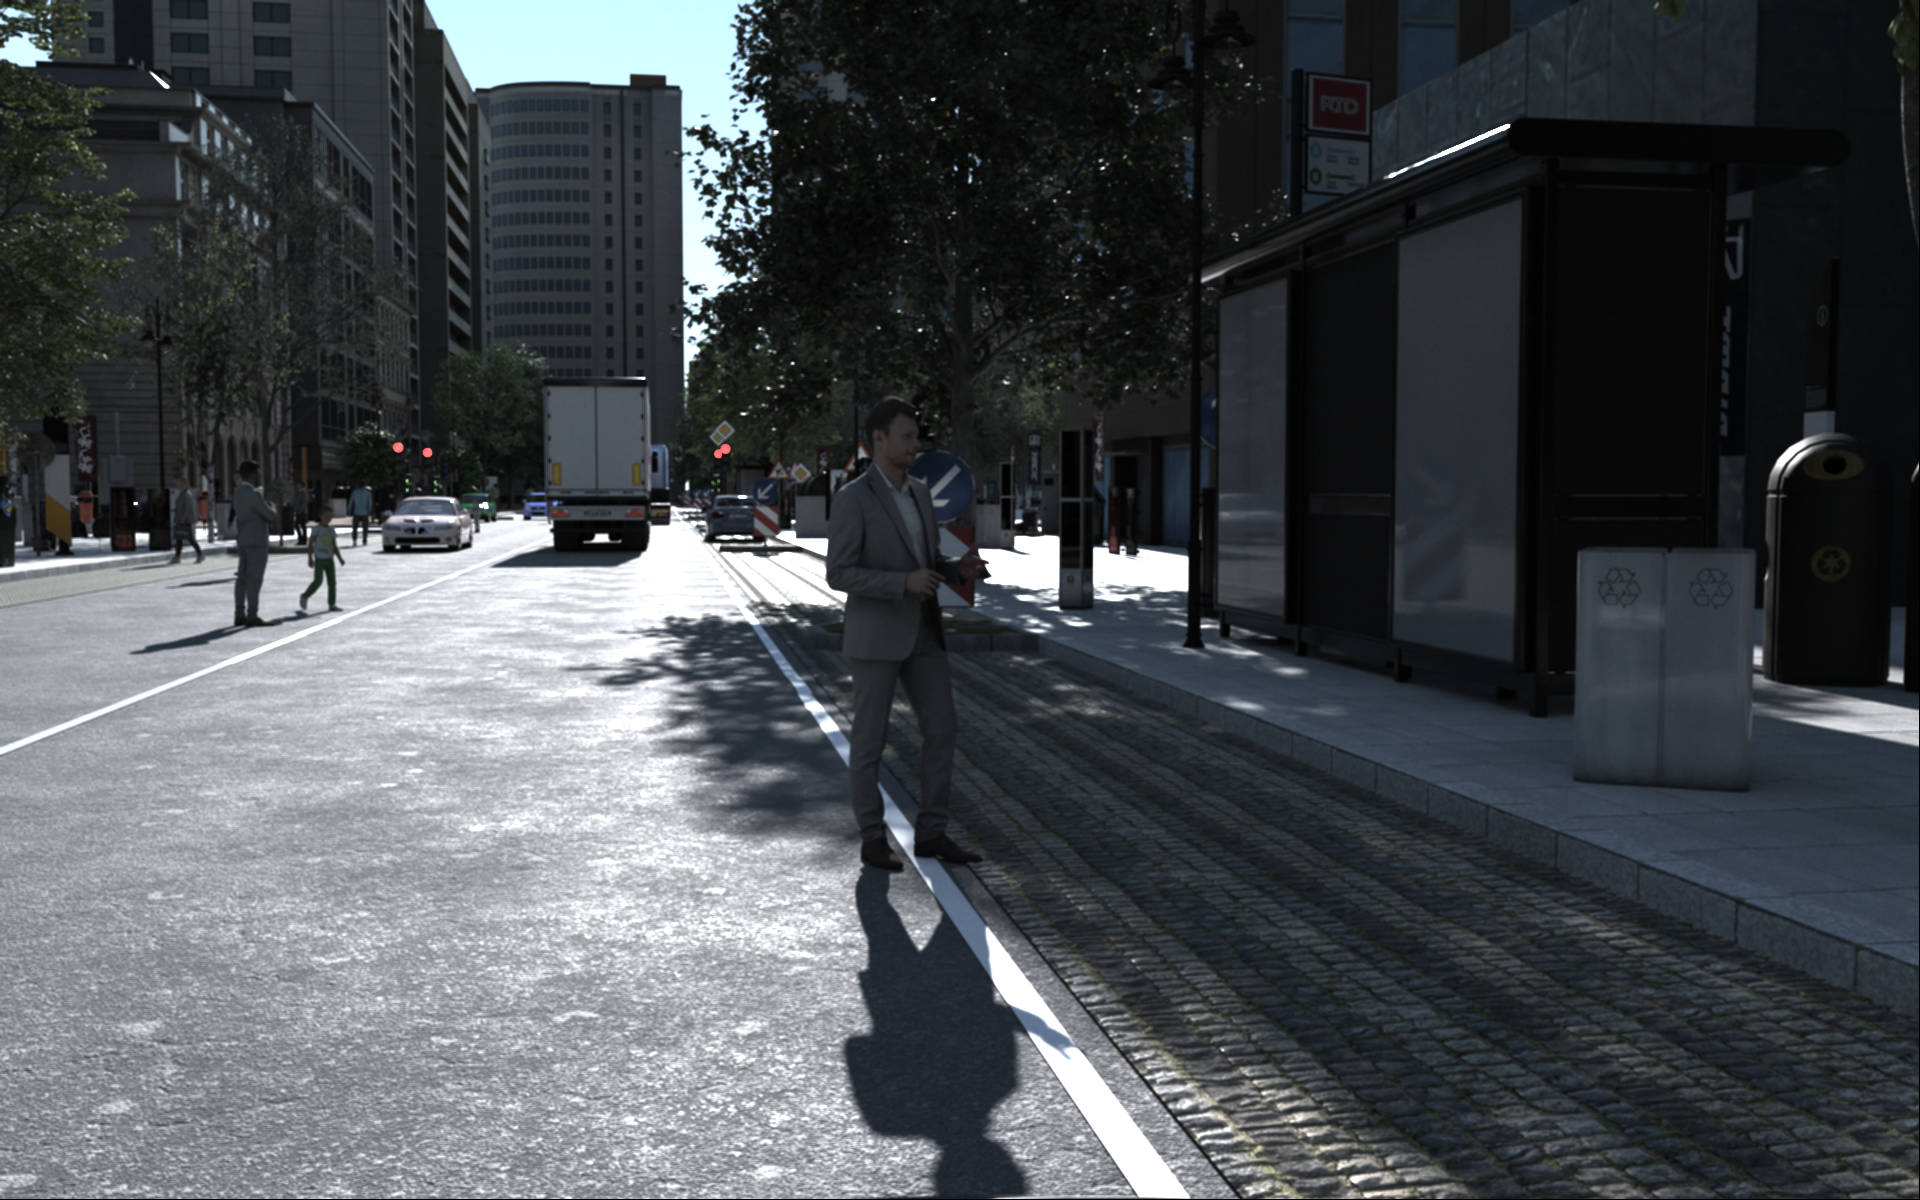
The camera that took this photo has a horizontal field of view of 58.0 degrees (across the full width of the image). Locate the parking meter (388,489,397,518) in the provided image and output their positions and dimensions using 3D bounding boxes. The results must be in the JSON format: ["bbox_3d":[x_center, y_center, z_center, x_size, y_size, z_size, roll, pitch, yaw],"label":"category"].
[{"bbox_3d":[-25.664,-4.274,78.287,0.372,1.533,0.369,0,3,0],"label":"parking meter"}]

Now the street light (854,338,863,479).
[{"bbox_3d":[-2.380,-4.094,39.719,0.468,5.910,1.993,-1,4,-10],"label":"street light"}]

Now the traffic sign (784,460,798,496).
[{"bbox_3d":[-6.353,-4.092,66.909,0.884,2.594,0.081,0,4,-1],"label":"traffic sign"}]

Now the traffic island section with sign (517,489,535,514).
[{"bbox_3d":[-30.342,-6.962,122.453,1.989,1.847,2.006,-1,4,-10],"label":"traffic island section with sign"}]

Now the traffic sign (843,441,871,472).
[{"bbox_3d":[-2.419,-2.585,42.270,0.884,2.594,0.081,0,4,-4],"label":"traffic sign"}]

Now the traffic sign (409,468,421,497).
[{"bbox_3d":[-27.005,-5.230,85.615,0.768,2.556,0.104,0,4,-4],"label":"traffic sign"}]

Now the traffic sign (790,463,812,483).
[{"bbox_3d":[-5.866,-3.832,63.842,0.795,2.450,0.064,0,4,-6],"label":"traffic sign"}]

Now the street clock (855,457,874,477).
[{"bbox_3d":[-1.838,-1.823,34.381,0.471,2.002,0.358,0,4,4],"label":"street clock"}]

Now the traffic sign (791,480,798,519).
[{"bbox_3d":[-8.684,-5.354,89.661,0.606,2.300,0.079,0,3,0],"label":"traffic sign"}]

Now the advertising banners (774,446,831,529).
[{"bbox_3d":[-5.696,-4.096,63.163,2.074,3.025,0.090,1,4,11],"label":"advertising banners"}]

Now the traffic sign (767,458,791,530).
[{"bbox_3d":[-6.498,-3.801,62.147,0.884,2.594,0.081,-1,4,-8],"label":"traffic sign"}]

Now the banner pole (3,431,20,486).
[{"bbox_3d":[-37.941,-4.843,69.203,0.401,3.779,0.863,2,4,29],"label":"banner pole"}]

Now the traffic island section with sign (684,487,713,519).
[{"bbox_3d":[-14.583,-5.529,99.019,1.989,1.847,2.006,-1,4,-10],"label":"traffic island section with sign"}]

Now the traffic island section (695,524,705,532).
[{"bbox_3d":[-10.213,-3.137,73.579,2.009,0.180,2.903,-1,4,-10],"label":"traffic island section"}]

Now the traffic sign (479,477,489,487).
[{"bbox_3d":[-34.729,-7.721,126.338,0.768,2.556,0.104,-1,4,-9],"label":"traffic sign"}]

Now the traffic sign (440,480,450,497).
[{"bbox_3d":[-30.484,-6.149,102.671,0.606,2.300,0.079,-1,4,-8],"label":"traffic sign"}]

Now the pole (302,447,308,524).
[{"bbox_3d":[-28.425,-4.973,75.160,0.158,3.312,0.155,0,3,0],"label":"pole"}]

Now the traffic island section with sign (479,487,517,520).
[{"bbox_3d":[-25.782,-5.337,95.885,1.989,1.847,2.006,-1,4,-10],"label":"traffic island section with sign"}]

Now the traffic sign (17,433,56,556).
[{"bbox_3d":[-19.139,-2.189,35.901,0.768,2.556,0.104,0,4,-5],"label":"traffic sign"}]

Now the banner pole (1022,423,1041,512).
[{"bbox_3d":[2.474,-4.342,61.003,0.863,3.779,0.401,-1,4,-12],"label":"banner pole"}]

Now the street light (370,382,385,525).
[{"bbox_3d":[-23.959,-6.028,71.347,0.468,5.910,1.993,-1,4,-10],"label":"street light"}]

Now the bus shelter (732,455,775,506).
[{"bbox_3d":[-10.769,-5.964,91.438,2.014,3.302,5.546,-1,4,-10],"label":"bus shelter"}]

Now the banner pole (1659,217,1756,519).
[{"bbox_3d":[5.988,-1.474,14.113,0.863,3.779,0.401,3,5,40],"label":"banner pole"}]

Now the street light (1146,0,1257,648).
[{"bbox_3d":[1.960,-2.541,14.331,0.468,5.910,1.993,-1,4,-10],"label":"street light"}]

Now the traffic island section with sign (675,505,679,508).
[{"bbox_3d":[-27.433,-10.115,174.004,1.989,1.847,2.006,-1,4,-10],"label":"traffic island section with sign"}]

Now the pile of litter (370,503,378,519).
[{"bbox_3d":[-29.617,-4.582,88.880,1.176,0.858,1.719,-2,4,-30],"label":"pile of litter"}]

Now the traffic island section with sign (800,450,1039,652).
[{"bbox_3d":[-0.420,-0.479,16.463,1.989,1.847,2.006,-1,4,-10],"label":"traffic island section with sign"}]

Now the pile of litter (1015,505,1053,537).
[{"bbox_3d":[2.016,-2.367,52.670,1.719,0.858,1.176,3,5,45],"label":"pile of litter"}]

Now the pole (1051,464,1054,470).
[{"bbox_3d":[6.313,-7.581,117.784,0.158,3.312,0.155,0,3,0],"label":"pole"}]

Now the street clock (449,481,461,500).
[{"bbox_3d":[-27.821,-5.577,95.748,0.358,2.002,0.471,1,4,19],"label":"street clock"}]

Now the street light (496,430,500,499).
[{"bbox_3d":[-32.645,-9.146,122.328,0.468,5.910,1.993,-1,4,-10],"label":"street light"}]

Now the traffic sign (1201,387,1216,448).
[{"bbox_3d":[3.111,-1.232,20.255,0.768,2.556,0.104,0,4,0],"label":"traffic sign"}]

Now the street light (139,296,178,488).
[{"bbox_3d":[-18.709,-4.144,40.549,0.468,5.910,1.993,-1,4,-10],"label":"street light"}]

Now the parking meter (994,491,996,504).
[{"bbox_3d":[2.330,-6.075,107.744,0.372,1.533,0.369,0,3,0],"label":"parking meter"}]

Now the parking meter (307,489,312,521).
[{"bbox_3d":[-30.639,-4.488,81.795,0.372,1.533,0.369,0,3,0],"label":"parking meter"}]

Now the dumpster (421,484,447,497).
[{"bbox_3d":[-30.483,-5.783,100.312,1.264,1.857,1.865,-1,4,-10],"label":"dumpster"}]

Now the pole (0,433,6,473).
[{"bbox_3d":[-31.743,-3.890,57.452,0.158,3.312,0.155,0,3,0],"label":"pole"}]

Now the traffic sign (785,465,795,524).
[{"bbox_3d":[-7.332,-4.574,74.892,0.768,2.556,0.104,0,4,-3],"label":"traffic sign"}]

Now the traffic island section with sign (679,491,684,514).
[{"bbox_3d":[-19.150,-7.157,125.643,1.989,1.847,2.006,-1,4,-10],"label":"traffic island section with sign"}]

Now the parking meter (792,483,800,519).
[{"bbox_3d":[-8.312,-5.021,87.803,0.255,1.863,0.399,2,4,26],"label":"parking meter"}]

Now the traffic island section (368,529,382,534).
[{"bbox_3d":[-20.584,-2.534,63.710,2.009,0.180,2.903,-1,4,-10],"label":"traffic island section"}]

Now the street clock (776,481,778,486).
[{"bbox_3d":[-9.138,-5.136,88.544,0.471,2.002,0.358,-1,4,-21],"label":"street clock"}]

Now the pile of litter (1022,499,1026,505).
[{"bbox_3d":[5.276,-8.113,146.606,1.176,0.858,1.719,-1,4,-17],"label":"pile of litter"}]

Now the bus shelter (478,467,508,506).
[{"bbox_3d":[-36.004,-8.517,133.175,2.014,3.302,5.546,-1,4,-10],"label":"bus shelter"}]

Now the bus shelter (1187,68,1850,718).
[{"bbox_3d":[3.360,-2.231,14.107,2.179,5.291,8.768,-1,4,-10],"label":"bus shelter"}]

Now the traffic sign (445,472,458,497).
[{"bbox_3d":[-29.948,-6.229,101.951,0.768,2.556,0.104,0,4,-4],"label":"traffic sign"}]

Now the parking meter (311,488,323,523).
[{"bbox_3d":[-28.881,-4.256,78.003,0.372,1.533,0.369,0,3,0],"label":"parking meter"}]

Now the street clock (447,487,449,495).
[{"bbox_3d":[-39.870,-7.990,135.214,0.358,2.002,0.471,0,4,5],"label":"street clock"}]

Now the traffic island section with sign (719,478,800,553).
[{"bbox_3d":[-4.986,-2.106,43.067,1.989,1.847,2.006,-1,4,-10],"label":"traffic island section with sign"}]

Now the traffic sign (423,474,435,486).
[{"bbox_3d":[-26.943,-5.246,87.897,0.606,2.300,0.079,0,4,0],"label":"traffic sign"}]

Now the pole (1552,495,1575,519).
[{"bbox_3d":[5.451,-1.333,15.644,0.158,3.312,0.155,0,3,0],"label":"pole"}]

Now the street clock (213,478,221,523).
[{"bbox_3d":[-33.438,-4.490,77.975,0.358,2.002,0.471,-1,4,-21],"label":"street clock"}]

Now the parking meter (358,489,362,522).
[{"bbox_3d":[-30.147,-4.810,87.055,0.372,1.533,0.369,0,3,0],"label":"parking meter"}]

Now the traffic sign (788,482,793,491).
[{"bbox_3d":[-8.670,-5.336,87.345,0.768,2.556,0.104,0,4,-7],"label":"traffic sign"}]

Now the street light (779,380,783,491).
[{"bbox_3d":[-6.718,-5.643,65.053,0.468,5.910,1.993,-1,4,-10],"label":"street light"}]

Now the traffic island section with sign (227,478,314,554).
[{"bbox_3d":[-16.551,-2.046,42.088,1.989,1.847,2.006,-1,4,-10],"label":"traffic island section with sign"}]

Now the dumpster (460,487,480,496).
[{"bbox_3d":[-34.672,-7.135,122.410,1.264,1.857,1.865,-1,4,-10],"label":"dumpster"}]

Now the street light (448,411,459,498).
[{"bbox_3d":[-28.320,-7.597,96.991,0.468,5.910,1.993,-1,4,-10],"label":"street light"}]
